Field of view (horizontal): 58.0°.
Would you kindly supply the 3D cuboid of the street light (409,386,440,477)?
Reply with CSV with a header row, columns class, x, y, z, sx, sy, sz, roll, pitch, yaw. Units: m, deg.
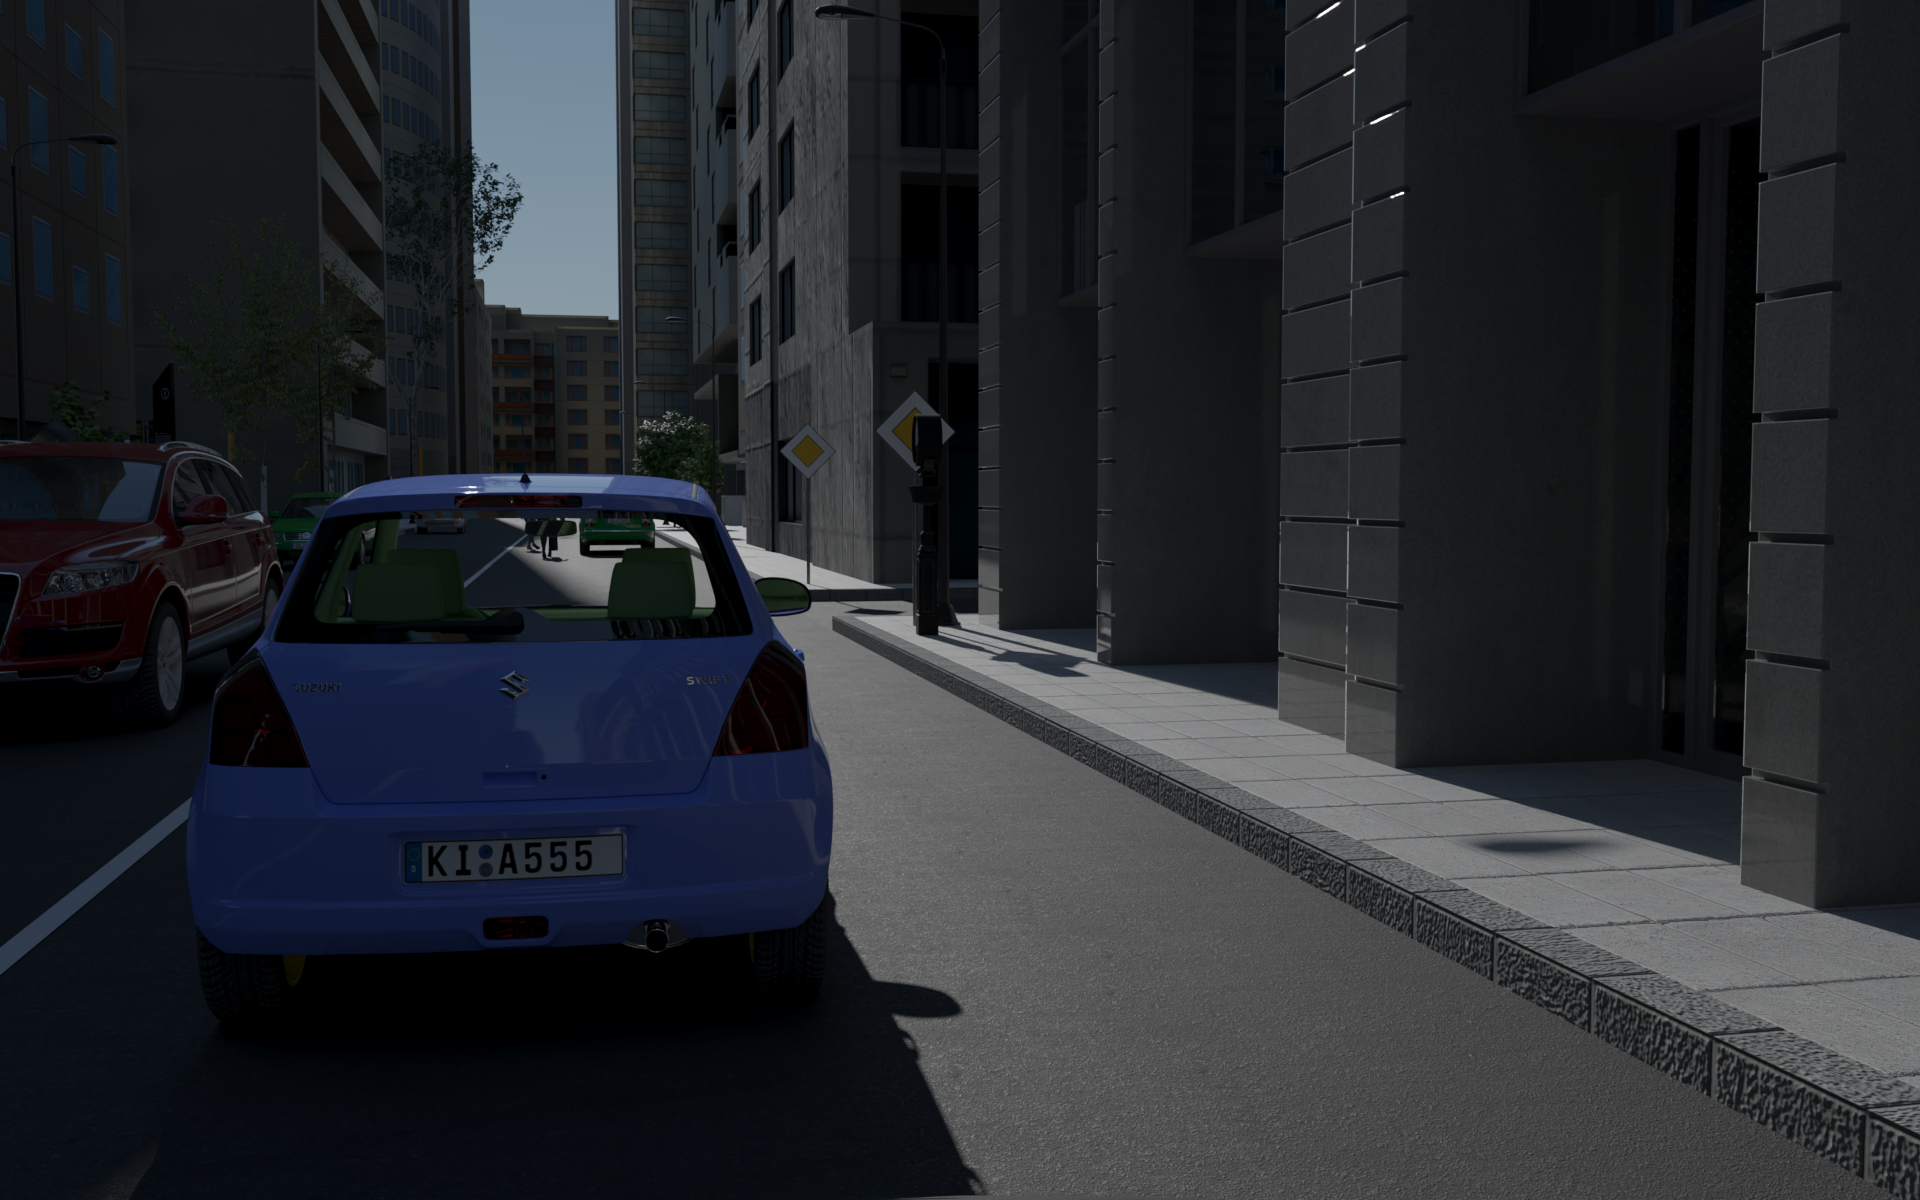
class,x,y,z,sx,sy,sz,roll,pitch,yaw
street light,-23.102,-6.248,74.697,1.470,5.913,1.316,-1,4,-12

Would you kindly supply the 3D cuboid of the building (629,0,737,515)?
class,x,y,z,sx,sy,sz,roll,pitch,yaw
building,-14.134,-26.192,111.837,14.154,41.232,14.086,-1,4,-12

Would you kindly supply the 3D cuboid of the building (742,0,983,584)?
class,x,y,z,sx,sy,sz,roll,pitch,yaw
building,6.626,-36.479,34.678,20.611,71.187,20.563,-1,4,-12

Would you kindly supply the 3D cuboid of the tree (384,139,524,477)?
class,x,y,z,sx,sy,sz,roll,pitch,yaw
tree,-28.494,-14.093,86.304,12.611,20.169,13.585,0,3,0

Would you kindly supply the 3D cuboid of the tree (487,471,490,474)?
class,x,y,z,sx,sy,sz,roll,pitch,yaw
tree,-38.657,-9.044,142.462,1.663,3.219,1.824,0,3,0

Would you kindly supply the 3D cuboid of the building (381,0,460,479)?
class,x,y,z,sx,sy,sz,roll,pitch,yaw
building,-43.008,-34.528,106.534,21.231,58.520,28.212,-1,4,-12

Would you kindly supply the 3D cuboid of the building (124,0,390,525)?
class,x,y,z,sx,sy,sz,roll,pitch,yaw
building,-33.836,-26.945,64.252,21.300,48.544,21.600,-1,4,-12

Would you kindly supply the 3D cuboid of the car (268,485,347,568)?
class,x,y,z,sx,sy,sz,roll,pitch,yaw
car,-12.554,-1.563,34.356,1.959,1.807,4.718,-1,4,-11

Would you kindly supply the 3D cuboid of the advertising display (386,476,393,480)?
class,x,y,z,sx,sy,sz,roll,pitch,yaw
advertising display,-19.953,-3.389,60.631,0.123,1.923,0.974,-1,4,-13

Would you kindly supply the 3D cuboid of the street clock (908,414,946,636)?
class,x,y,z,sx,sy,sz,roll,pitch,yaw
street clock,-0.299,-0.683,15.737,0.358,2.002,0.471,-1,4,-9

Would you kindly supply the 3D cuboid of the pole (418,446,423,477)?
class,x,y,z,sx,sy,sz,roll,pitch,yaw
pole,-23.042,-4.902,73.986,0.158,3.312,0.155,0,3,0

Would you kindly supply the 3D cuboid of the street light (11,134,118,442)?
class,x,y,z,sx,sy,sz,roll,pitch,yaw
street light,-11.567,-3.049,22.393,1.470,5.913,1.316,-1,4,-12

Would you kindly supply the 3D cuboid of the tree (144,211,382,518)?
class,x,y,z,sx,sy,sz,roll,pitch,yaw
tree,-18.192,-5.756,44.476,4.737,8.622,4.395,0,3,0

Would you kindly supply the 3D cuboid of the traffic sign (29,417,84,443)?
class,x,y,z,sx,sy,sz,roll,pitch,yaw
traffic sign,-11.731,-1.156,22.540,0.795,2.450,0.064,-1,4,-12

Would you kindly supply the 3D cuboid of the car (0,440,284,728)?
class,x,y,z,sx,sy,sz,roll,pitch,yaw
car,-6.172,-0.211,12.118,2.281,1.827,5.304,-1,4,-11

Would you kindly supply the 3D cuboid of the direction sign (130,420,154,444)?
class,x,y,z,sx,sy,sz,roll,pitch,yaw
direction sign,-24.992,-3.744,53.218,0.876,3.537,0.379,-1,4,-18

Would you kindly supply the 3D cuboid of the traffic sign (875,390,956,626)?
class,x,y,z,sx,sy,sz,roll,pitch,yaw
traffic sign,-0.438,-0.807,16.831,0.795,2.450,0.064,-1,4,-12

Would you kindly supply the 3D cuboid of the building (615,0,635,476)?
class,x,y,z,sx,sy,sz,roll,pitch,yaw
building,-20.971,-37.788,159.826,21.231,58.520,28.212,-1,4,-12

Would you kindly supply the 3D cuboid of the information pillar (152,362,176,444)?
class,x,y,z,sx,sy,sz,roll,pitch,yaw
information pillar,-14.187,-2.422,30.951,0.504,3.616,0.183,2,4,26

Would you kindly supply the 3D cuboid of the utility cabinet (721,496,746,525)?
class,x,y,z,sx,sy,sz,roll,pitch,yaw
utility cabinet,-9.329,-3.681,71.340,1.020,1.237,0.306,-3,5,-41

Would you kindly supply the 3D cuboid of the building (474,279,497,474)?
class,x,y,z,sx,sy,sz,roll,pitch,yaw
building,-57.090,-18.881,153.751,28.899,21.520,27.650,-1,4,-12

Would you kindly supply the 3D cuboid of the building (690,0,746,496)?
class,x,y,z,sx,sy,sz,roll,pitch,yaw
building,-22.727,-37.161,196.824,27.495,52.752,28.713,-1,4,-12

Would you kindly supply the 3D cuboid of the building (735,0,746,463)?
class,x,y,z,sx,sy,sz,roll,pitch,yaw
building,0.327,-24.799,55.579,14.600,45.320,14.200,-1,4,-12

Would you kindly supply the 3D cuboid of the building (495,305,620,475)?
class,x,y,z,sx,sy,sz,roll,pitch,yaw
building,-49.964,-21.121,190.370,28.899,21.520,27.650,-1,4,-12

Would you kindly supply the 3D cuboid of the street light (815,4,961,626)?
class,x,y,z,sx,sy,sz,roll,pitch,yaw
street light,-0.691,-2.703,16.727,1.470,5.913,1.316,-1,4,-12

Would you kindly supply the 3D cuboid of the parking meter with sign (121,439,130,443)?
class,x,y,z,sx,sy,sz,roll,pitch,yaw
parking meter with sign,-26.923,-3.597,55.074,1.738,3.016,0.543,2,4,28

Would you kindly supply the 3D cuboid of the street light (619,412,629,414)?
class,x,y,z,sx,sy,sz,roll,pitch,yaw
street light,-18.536,-7.670,97.942,1.470,5.913,1.316,-1,4,-12

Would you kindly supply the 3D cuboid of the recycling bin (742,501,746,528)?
class,x,y,z,sx,sy,sz,roll,pitch,yaw
recycling bin,-7.917,-3.310,66.668,0.722,1.027,0.722,1,4,17

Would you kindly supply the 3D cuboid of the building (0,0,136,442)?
class,x,y,z,sx,sy,sz,roll,pitch,yaw
building,-24.988,-23.355,31.973,14.600,45.320,14.200,-1,4,-12

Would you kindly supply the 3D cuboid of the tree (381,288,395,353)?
class,x,y,z,sx,sy,sz,roll,pitch,yaw
tree,-19.387,-6.253,52.592,4.737,8.622,4.395,0,3,0

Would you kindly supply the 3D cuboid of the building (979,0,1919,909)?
class,x,y,z,sx,sy,sz,roll,pitch,yaw
building,8.614,-13.797,3.068,11.434,29.767,29.804,-1,4,-12

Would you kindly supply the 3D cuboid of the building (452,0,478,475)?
class,x,y,z,sx,sy,sz,roll,pitch,yaw
building,-43.791,-29.285,128.921,14.600,45.320,14.200,-1,4,-12

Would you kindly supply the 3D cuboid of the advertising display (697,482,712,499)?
class,x,y,z,sx,sy,sz,roll,pitch,yaw
advertising display,-10.626,-4.015,70.854,0.974,1.923,0.123,-1,4,-14

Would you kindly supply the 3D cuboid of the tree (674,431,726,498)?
class,x,y,z,sx,sy,sz,roll,pitch,yaw
tree,-7.631,-3.564,52.865,1.663,3.219,1.824,0,3,0

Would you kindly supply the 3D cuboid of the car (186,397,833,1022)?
class,x,y,z,sx,sy,sz,roll,pitch,yaw
car,-1.453,0.213,6.111,1.945,1.707,3.694,-1,4,-11

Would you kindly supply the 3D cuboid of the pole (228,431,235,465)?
class,x,y,z,sx,sy,sz,roll,pitch,yaw
pole,-23.683,-3.824,56.370,0.158,3.312,0.155,0,3,0

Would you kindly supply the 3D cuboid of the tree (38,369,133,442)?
class,x,y,z,sx,sy,sz,roll,pitch,yaw
tree,-13.684,-1.959,26.639,1.663,3.219,1.824,0,3,0

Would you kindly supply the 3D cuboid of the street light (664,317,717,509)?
class,x,y,z,sx,sy,sz,roll,pitch,yaw
street light,-7.037,-4.475,45.712,1.470,5.913,1.316,-1,4,-12

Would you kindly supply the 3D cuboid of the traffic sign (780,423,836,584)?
class,x,y,z,sx,sy,sz,roll,pitch,yaw
traffic sign,-2.163,-1.284,24.629,0.795,2.450,0.064,-1,4,-12

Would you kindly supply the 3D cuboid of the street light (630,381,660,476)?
class,x,y,z,sx,sy,sz,roll,pitch,yaw
street light,-12.732,-6.059,71.599,1.470,5.913,1.316,-1,4,-12

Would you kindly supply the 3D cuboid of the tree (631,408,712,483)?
class,x,y,z,sx,sy,sz,roll,pitch,yaw
tree,-10.881,-5.044,66.184,4.285,4.588,4.351,0,3,0

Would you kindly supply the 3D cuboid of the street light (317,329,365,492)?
class,x,y,z,sx,sy,sz,roll,pitch,yaw
street light,-17.443,-4.663,48.778,1.470,5.913,1.316,-1,4,-12

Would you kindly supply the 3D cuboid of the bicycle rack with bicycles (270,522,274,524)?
class,x,y,z,sx,sy,sz,roll,pitch,yaw
bicycle rack with bicycles,-17.500,-1.670,40.686,2.925,0.926,2.852,-2,4,-29
